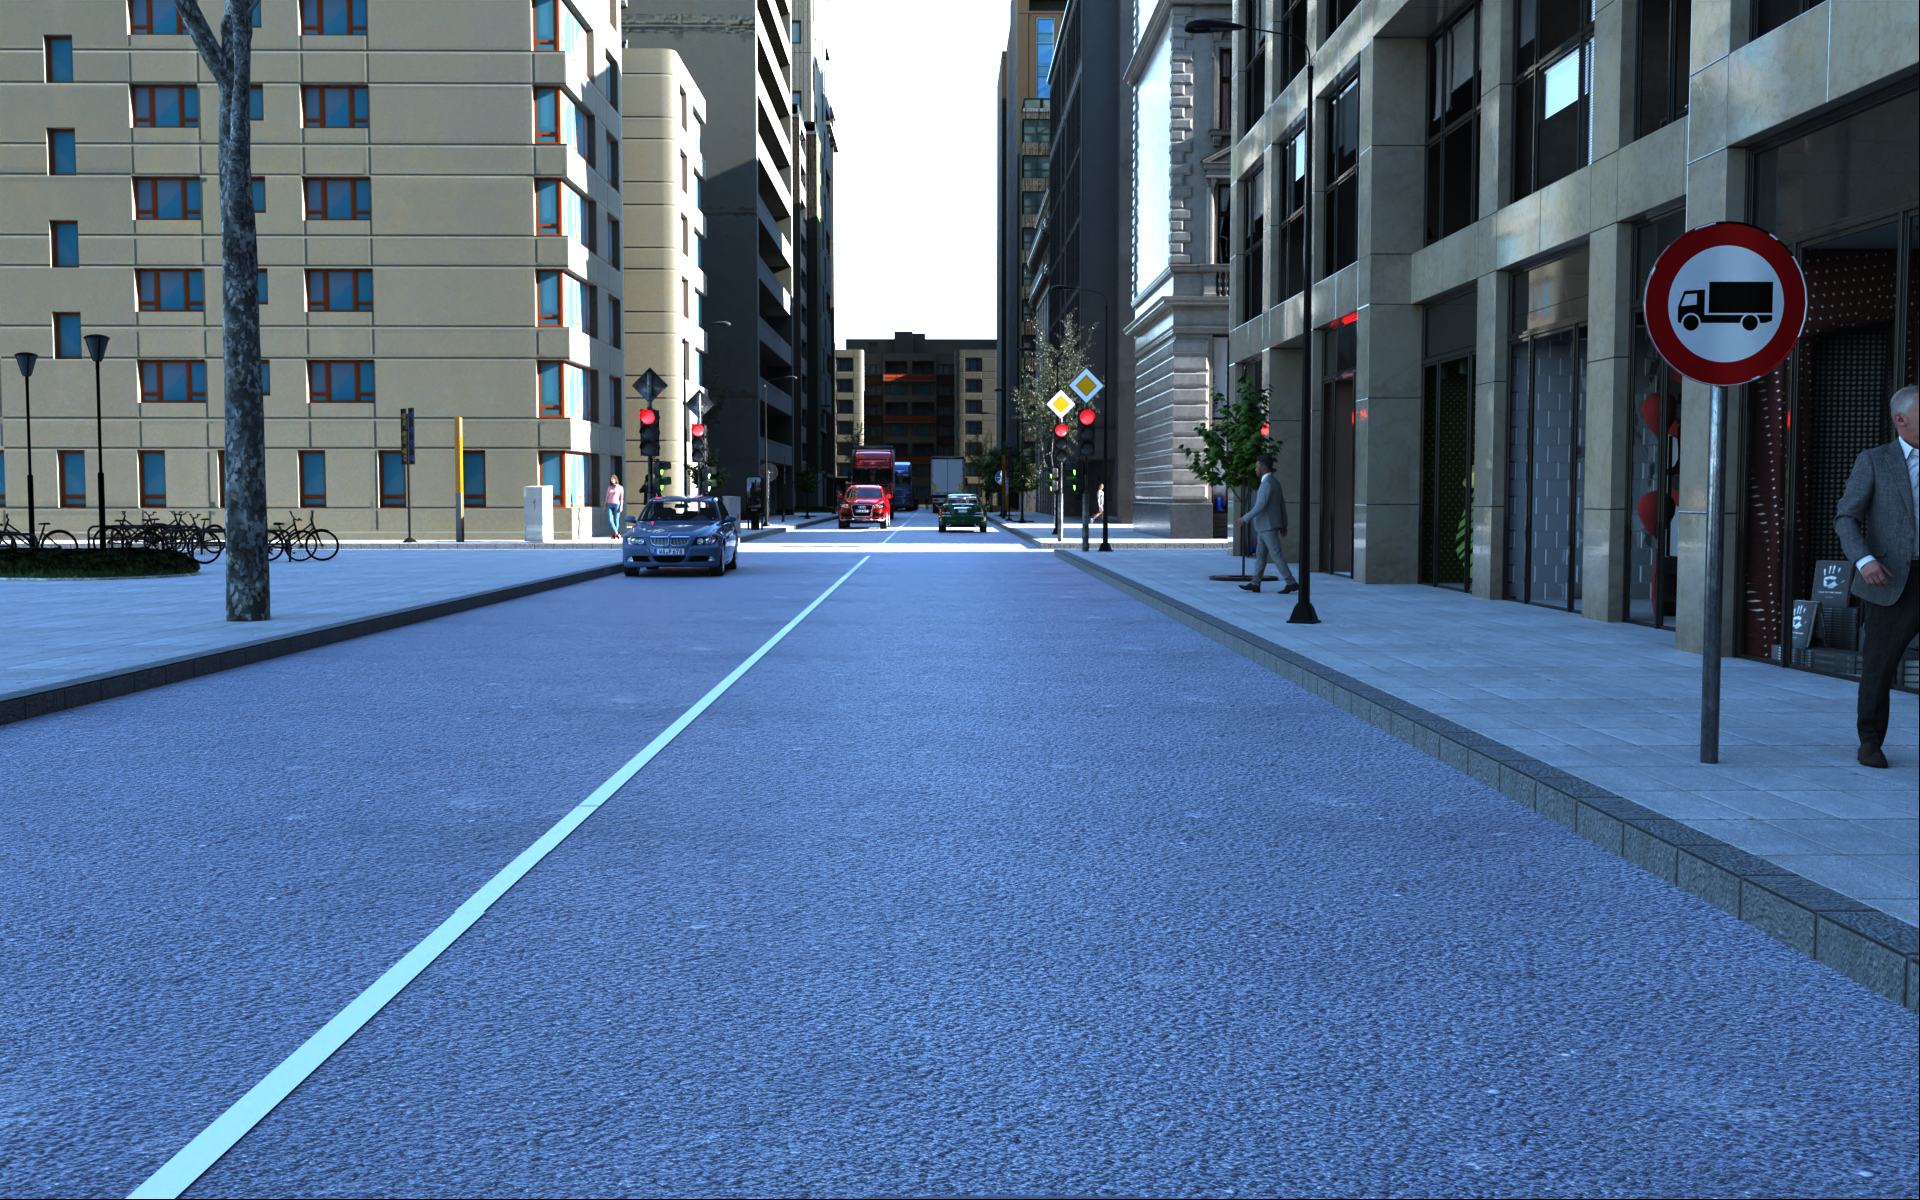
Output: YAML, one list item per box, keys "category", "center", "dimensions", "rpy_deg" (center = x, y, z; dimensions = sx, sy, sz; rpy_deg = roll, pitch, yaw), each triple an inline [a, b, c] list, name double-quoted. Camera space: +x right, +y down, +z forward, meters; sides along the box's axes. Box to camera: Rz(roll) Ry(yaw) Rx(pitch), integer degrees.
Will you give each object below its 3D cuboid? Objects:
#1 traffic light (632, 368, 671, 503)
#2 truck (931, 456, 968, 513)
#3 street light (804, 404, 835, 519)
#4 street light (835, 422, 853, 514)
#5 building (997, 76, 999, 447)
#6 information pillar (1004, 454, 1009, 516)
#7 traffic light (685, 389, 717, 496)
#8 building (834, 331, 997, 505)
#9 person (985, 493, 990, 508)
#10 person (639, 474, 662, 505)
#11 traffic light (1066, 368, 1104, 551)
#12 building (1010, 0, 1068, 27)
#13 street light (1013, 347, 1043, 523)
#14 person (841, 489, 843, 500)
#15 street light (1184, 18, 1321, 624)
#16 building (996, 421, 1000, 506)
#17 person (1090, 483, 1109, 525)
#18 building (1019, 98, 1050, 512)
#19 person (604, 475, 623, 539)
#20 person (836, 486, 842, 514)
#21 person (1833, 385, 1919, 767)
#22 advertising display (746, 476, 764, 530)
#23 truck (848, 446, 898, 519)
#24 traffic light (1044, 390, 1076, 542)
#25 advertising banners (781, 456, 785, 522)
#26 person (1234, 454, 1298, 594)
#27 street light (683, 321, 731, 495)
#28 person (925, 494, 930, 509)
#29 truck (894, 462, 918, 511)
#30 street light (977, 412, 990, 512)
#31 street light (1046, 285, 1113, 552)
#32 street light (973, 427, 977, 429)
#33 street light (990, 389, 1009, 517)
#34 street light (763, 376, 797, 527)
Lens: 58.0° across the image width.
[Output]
- category: "traffic light"
  center: [-6.870, -3.034, 38.520]
  dimensions: [0.839, 4.253, 0.868]
  rpy_deg: [0, 4, -1]
- category: "truck"
  center: [-0.859, -8.860, 133.767]
  dimensions: [2.839, 4.237, 11.283]
  rpy_deg: [0, 4, 1]
- category: "street light"
  center: [-7.387, -7.171, 89.788]
  dimensions: [1.470, 5.913, 1.316]
  rpy_deg: [0, 4, -1]
- category: "street light"
  center: [-7.569, -8.493, 111.396]
  dimensions: [1.470, 5.913, 1.316]
  rpy_deg: [0, 4, -1]
- category: "building"
  center: [10.814, -31.979, 172.965]
  dimensions: [14.600, 45.320, 14.200]
  rpy_deg: [0, 4, -1]
- category: "information pillar"
  center: [2.702, -6.705, 100.989]
  dimensions: [0.183, 3.616, 0.504]
  rpy_deg: [-1, 4, -22]
- category: "traffic light"
  center: [-6.971, -3.522, 46.505]
  dimensions: [0.839, 4.253, 0.868]
  rpy_deg: [0, 4, -1]
- category: "building"
  center: [-6.265, -22.990, 220.919]
  dimensions: [28.899, 21.520, 27.650]
  rpy_deg: [0, 4, -1]
- category: "person"
  center: [2.352, -8.426, 145.269]
  dimensions: [0.593, 1.643, 0.415]
  rpy_deg: [-3, 5, -41]
- category: "person"
  center: [-9.785, -3.013, 54.660]
  dimensions: [0.474, 1.900, 0.648]
  rpy_deg: [3, 4, 37]
- category: "traffic light"
  center: [2.790, -3.042, 38.657]
  dimensions: [0.839, 4.253, 0.868]
  rpy_deg: [0, 4, -1]
- category: "building"
  center: [11.388, -31.046, 157.719]
  dimensions: [14.600, 45.320, 14.200]
  rpy_deg: [0, 4, -1]
- category: "street light"
  center: [2.540, -5.037, 54.893]
  dimensions: [1.470, 5.913, 1.316]
  rpy_deg: [0, 4, -1]
- category: "person"
  center: [-11.956, -10.180, 173.023]
  dimensions: [0.750, 1.759, 0.617]
  rpy_deg: [2, 4, 28]
- category: "street light"
  center: [2.889, -2.726, 17.104]
  dimensions: [1.470, 5.913, 1.316]
  rpy_deg: [0, 4, -1]
- category: "building"
  center: [10.933, -25.508, 188.752]
  dimensions: [14.160, 30.474, 14.107]
  rpy_deg: [0, 4, -1]
- category: "person"
  center: [5.823, -3.992, 72.064]
  dimensions: [0.760, 1.731, 0.466]
  rpy_deg: [-1, 4, -10]
- category: "building"
  center: [11.367, -21.906, 129.869]
  dimensions: [14.160, 30.474, 14.107]
  rpy_deg: [0, 4, -1]
- category: "person"
  center: [-9.819, -2.630, 49.057]
  dimensions: [0.555, 1.821, 0.388]
  rpy_deg: [0, 4, -3]
- category: "person"
  center: [-7.846, -6.525, 112.734]
  dimensions: [0.388, 1.821, 0.555]
  rpy_deg: [-2, 4, -35]
- category: "person"
  center: [4.400, -0.090, 7.917]
  dimensions: [0.661, 1.777, 0.834]
  rpy_deg: [0, 4, -3]
- category: "advertising display"
  center: [-7.339, -3.473, 61.990]
  dimensions: [0.123, 1.923, 0.974]
  rpy_deg: [-3, 5, -42]
- category: "truck"
  center: [-5.085, -6.938, 102.351]
  dimensions: [2.839, 4.237, 11.283]
  rpy_deg: [0, 4, -2]
- category: "traffic light"
  center: [2.689, -3.530, 46.642]
  dimensions: [0.839, 4.253, 0.868]
  rpy_deg: [0, 4, -1]
- category: "advertising banners"
  center: [-8.133, -5.120, 79.902]
  dimensions: [0.090, 3.025, 2.074]
  rpy_deg: [0, 4, -2]
- category: "person"
  center: [3.994, -0.982, 22.377]
  dimensions: [0.850, 1.792, 0.678]
  rpy_deg: [2, 4, 25]
- category: "street light"
  center: [-6.870, -4.536, 46.712]
  dimensions: [1.470, 5.913, 1.316]
  rpy_deg: [0, 4, -1]
- category: "person"
  center: [-3.126, -9.417, 165.700]
  dimensions: [0.421, 1.427, 0.697]
  rpy_deg: [-1, 4, -20]
- category: "truck"
  center: [-5.158, -9.865, 151.044]
  dimensions: [2.967, 4.110, 18.799]
  rpy_deg: [0, 4, 1]
- category: "street light"
  center: [1.833, -7.691, 98.293]
  dimensions: [1.470, 5.913, 1.316]
  rpy_deg: [0, 4, -1]
- category: "street light"
  center: [2.716, -4.043, 38.643]
  dimensions: [1.470, 5.913, 1.316]
  rpy_deg: [0, 4, -1]
- category: "street light"
  center: [1.627, -9.068, 120.803]
  dimensions: [1.470, 5.913, 1.316]
  rpy_deg: [0, 4, -1]
- category: "street light"
  center: [2.212, -6.354, 76.430]
  dimensions: [1.470, 5.913, 1.316]
  rpy_deg: [0, 4, -1]
- category: "street light"
  center: [-7.110, -5.854, 68.250]
  dimensions: [1.470, 5.913, 1.316]
  rpy_deg: [0, 4, -1]
